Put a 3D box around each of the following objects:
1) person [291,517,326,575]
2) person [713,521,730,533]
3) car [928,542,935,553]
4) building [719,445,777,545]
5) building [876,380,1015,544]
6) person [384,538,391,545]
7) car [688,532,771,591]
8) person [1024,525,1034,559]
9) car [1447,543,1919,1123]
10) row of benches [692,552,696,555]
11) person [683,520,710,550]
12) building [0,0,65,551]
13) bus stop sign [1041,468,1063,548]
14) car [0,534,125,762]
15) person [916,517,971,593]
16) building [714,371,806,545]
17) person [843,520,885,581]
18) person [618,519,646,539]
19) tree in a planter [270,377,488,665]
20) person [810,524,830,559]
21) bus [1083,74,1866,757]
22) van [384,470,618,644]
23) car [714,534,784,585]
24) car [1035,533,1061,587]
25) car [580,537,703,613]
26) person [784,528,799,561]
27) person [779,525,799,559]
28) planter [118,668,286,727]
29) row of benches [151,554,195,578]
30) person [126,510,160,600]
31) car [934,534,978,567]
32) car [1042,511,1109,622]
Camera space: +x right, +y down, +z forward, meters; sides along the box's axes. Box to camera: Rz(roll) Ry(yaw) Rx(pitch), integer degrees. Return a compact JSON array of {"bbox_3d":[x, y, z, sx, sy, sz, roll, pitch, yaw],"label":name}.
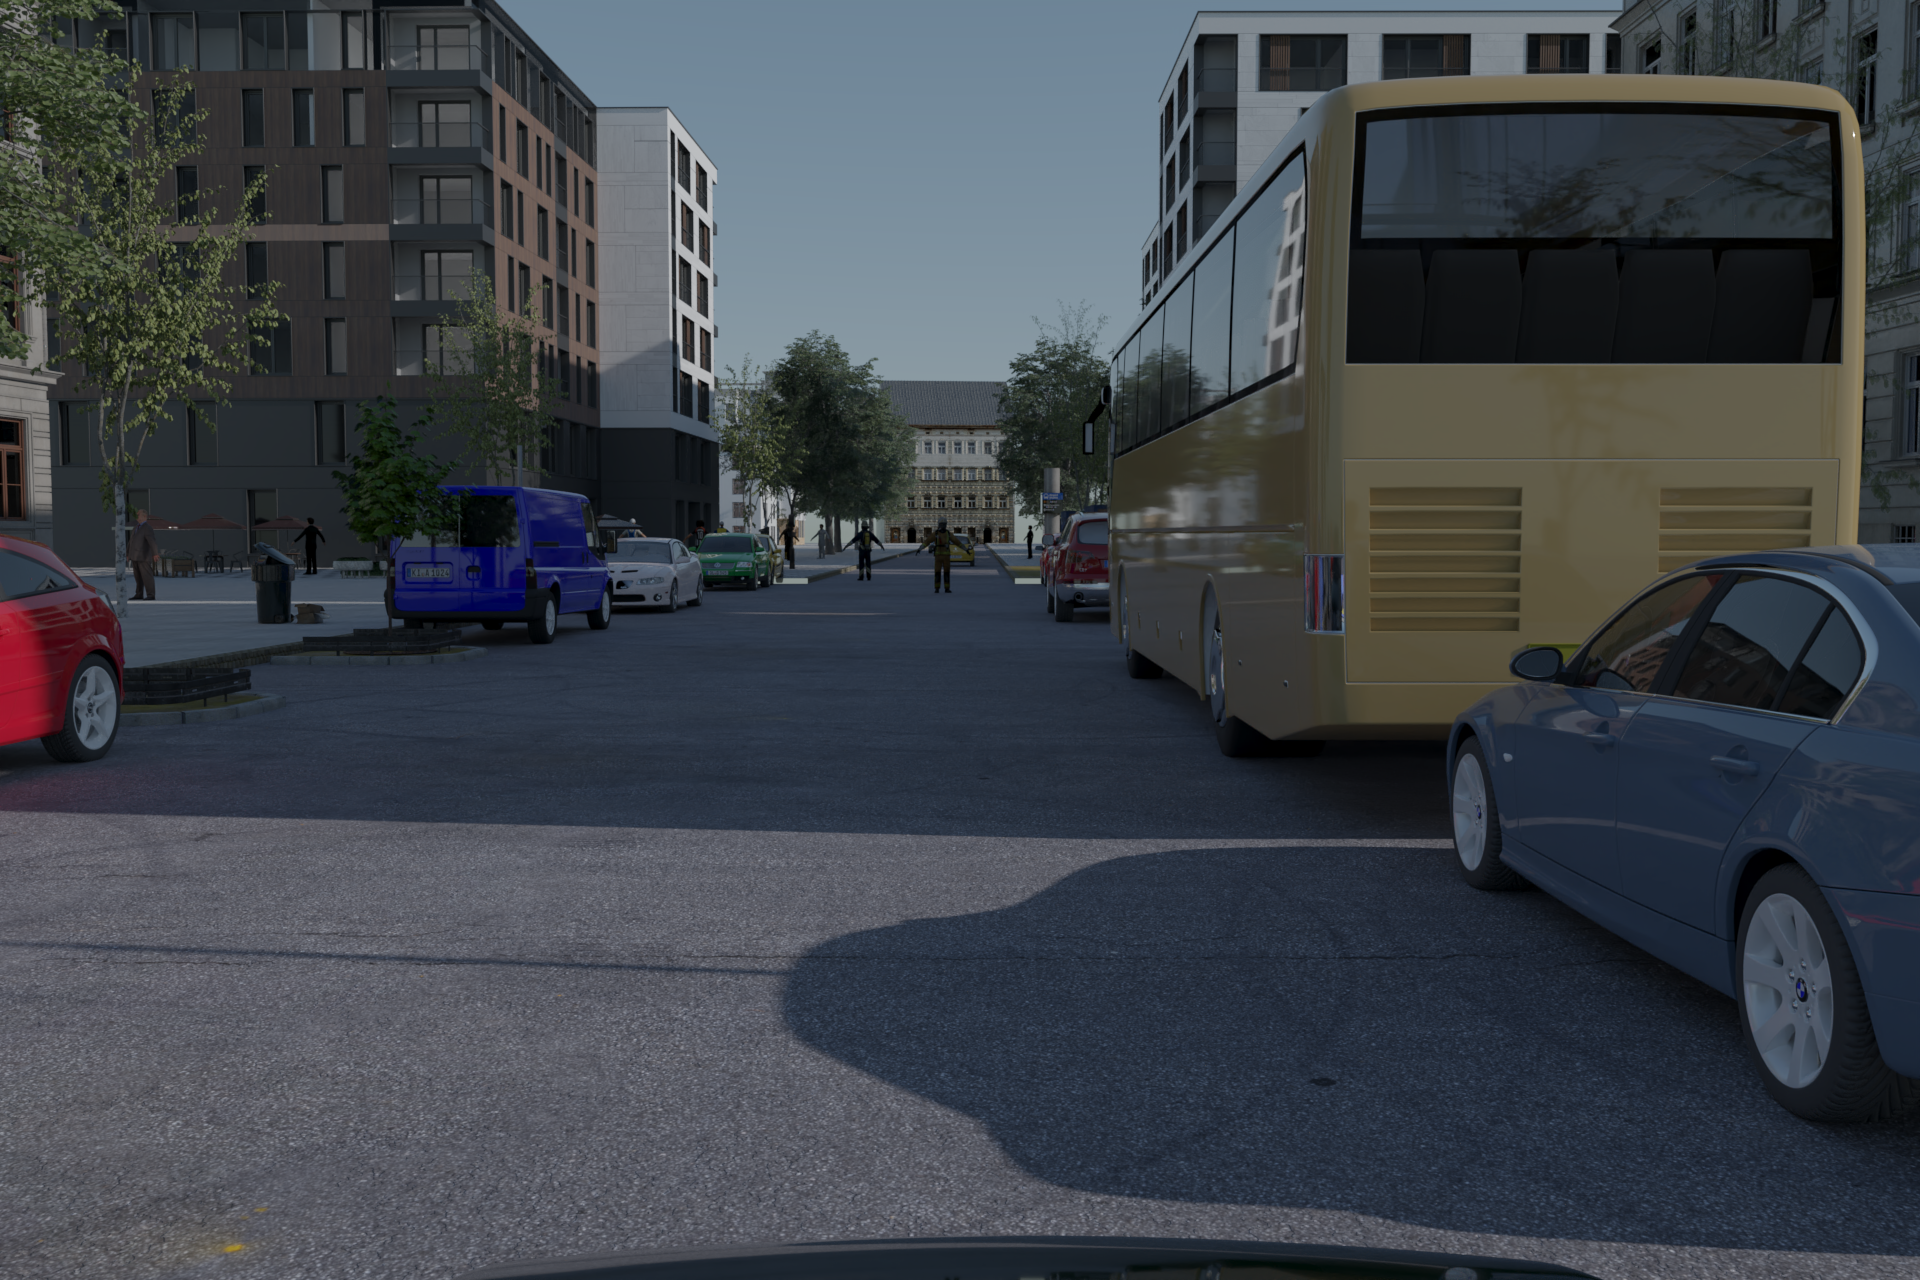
[{"bbox_3d":[-20.518,-2.966,54.687,0.705,1.806,1.347,2,4,27],"label":"person"},{"bbox_3d":[-10.132,-4.145,73.747,1.349,1.833,0.705,0,4,-5],"label":"person"},{"bbox_3d":[-1.468,-7.282,128.841,2.009,1.686,4.222,0,4,1],"label":"car"},{"bbox_3d":[-23.172,-14.371,177.112,9.099,9.664,28.070,0,3,0],"label":"building"},{"bbox_3d":[-2.384,-25.277,246.662,18.063,23.208,19.493,0,4,-6],"label":"building"},{"bbox_3d":[-20.357,-3.430,62.209,0.705,1.813,1.348,1,4,11],"label":"person"},{"bbox_3d":[-6.004,-2.226,45.184,1.959,1.807,4.718,0,4,0],"label":"car"},{"bbox_3d":[3.514,-5.027,88.904,0.721,1.740,1.216,1,4,23],"label":"person"},{"bbox_3d":[2.906,0.398,5.503,2.014,1.417,4.499,0,4,1],"label":"car"},{"bbox_3d":[-8.534,-2.808,61.374,4.104,0.672,1.422,-3,5,-41],"label":"row of benches"},{"bbox_3d":[-9.915,-3.669,66.126,1.345,1.843,0.704,-1,4,-10],"label":"person"},{"bbox_3d":[-28.096,-12.063,33.392,11.583,22.565,21.152,0,4,1],"label":"building"},{"bbox_3d":[3.674,-4.909,69.273,0.837,3.901,0.837,0,4,-1],"label":"bus stop sign"},{"bbox_3d":[-6.358,-0.027,9.482,2.155,1.783,4.494,0,4,1],"label":"car"},{"bbox_3d":[-0.424,-2.074,42.139,1.354,1.858,0.705,-1,4,-10],"label":"person"},{"bbox_3d":[-24.396,-21.142,202.084,16.016,20.090,11.380,0,4,2],"label":"building"},{"bbox_3d":[-2.937,-2.756,53.290,1.354,1.856,0.705,-1,4,-22],"label":"person"},{"bbox_3d":[-12.087,-3.557,64.014,1.347,1.847,0.705,0,4,7],"label":"person"},{"bbox_3d":[-6.565,-1.384,19.857,1.991,3.239,1.994,0,4,1],"label":"tree in a planter"},{"bbox_3d":[-7.188,-5.104,89.643,1.347,1.806,0.705,3,4,38],"label":"person"},{"bbox_3d":[2.859,-1.370,13.940,2.896,3.916,12.252,0,3,0],"label":"bus"},{"bbox_3d":[-6.245,-1.215,24.250,2.240,2.365,5.245,0,4,0],"label":"van"},{"bbox_3d":[-6.072,-2.419,49.774,2.015,1.641,3.980,0,3,0],"label":"car"},{"bbox_3d":[3.191,-2.419,48.587,2.155,1.783,4.494,0,4,1],"label":"car"},{"bbox_3d":[-6.087,-1.264,33.036,2.083,1.381,4.827,0,4,1],"label":"car"},{"bbox_3d":[-8.150,-4.711,83.249,0.704,1.802,1.346,-2,4,-34],"label":"person"},{"bbox_3d":[-8.706,-4.990,87.730,0.704,1.812,1.346,3,5,44],"label":"person"},{"bbox_3d":[-6.588,0.444,13.880,1.991,0.319,1.994,0,4,1],"label":"planter"},{"bbox_3d":[-23.977,-2.265,52.503,1.422,0.672,4.104,-2,4,-35],"label":"row of benches"},{"bbox_3d":[-15.857,-1.648,33.538,0.990,1.755,0.434,2,4,34],"label":"person"},{"bbox_3d":[-0.177,-4.134,77.812,2.015,1.641,3.980,0,4,1],"label":"car"},{"bbox_3d":[2.567,-1.289,29.746,2.281,1.827,5.304,0,4,1],"label":"car"}]
